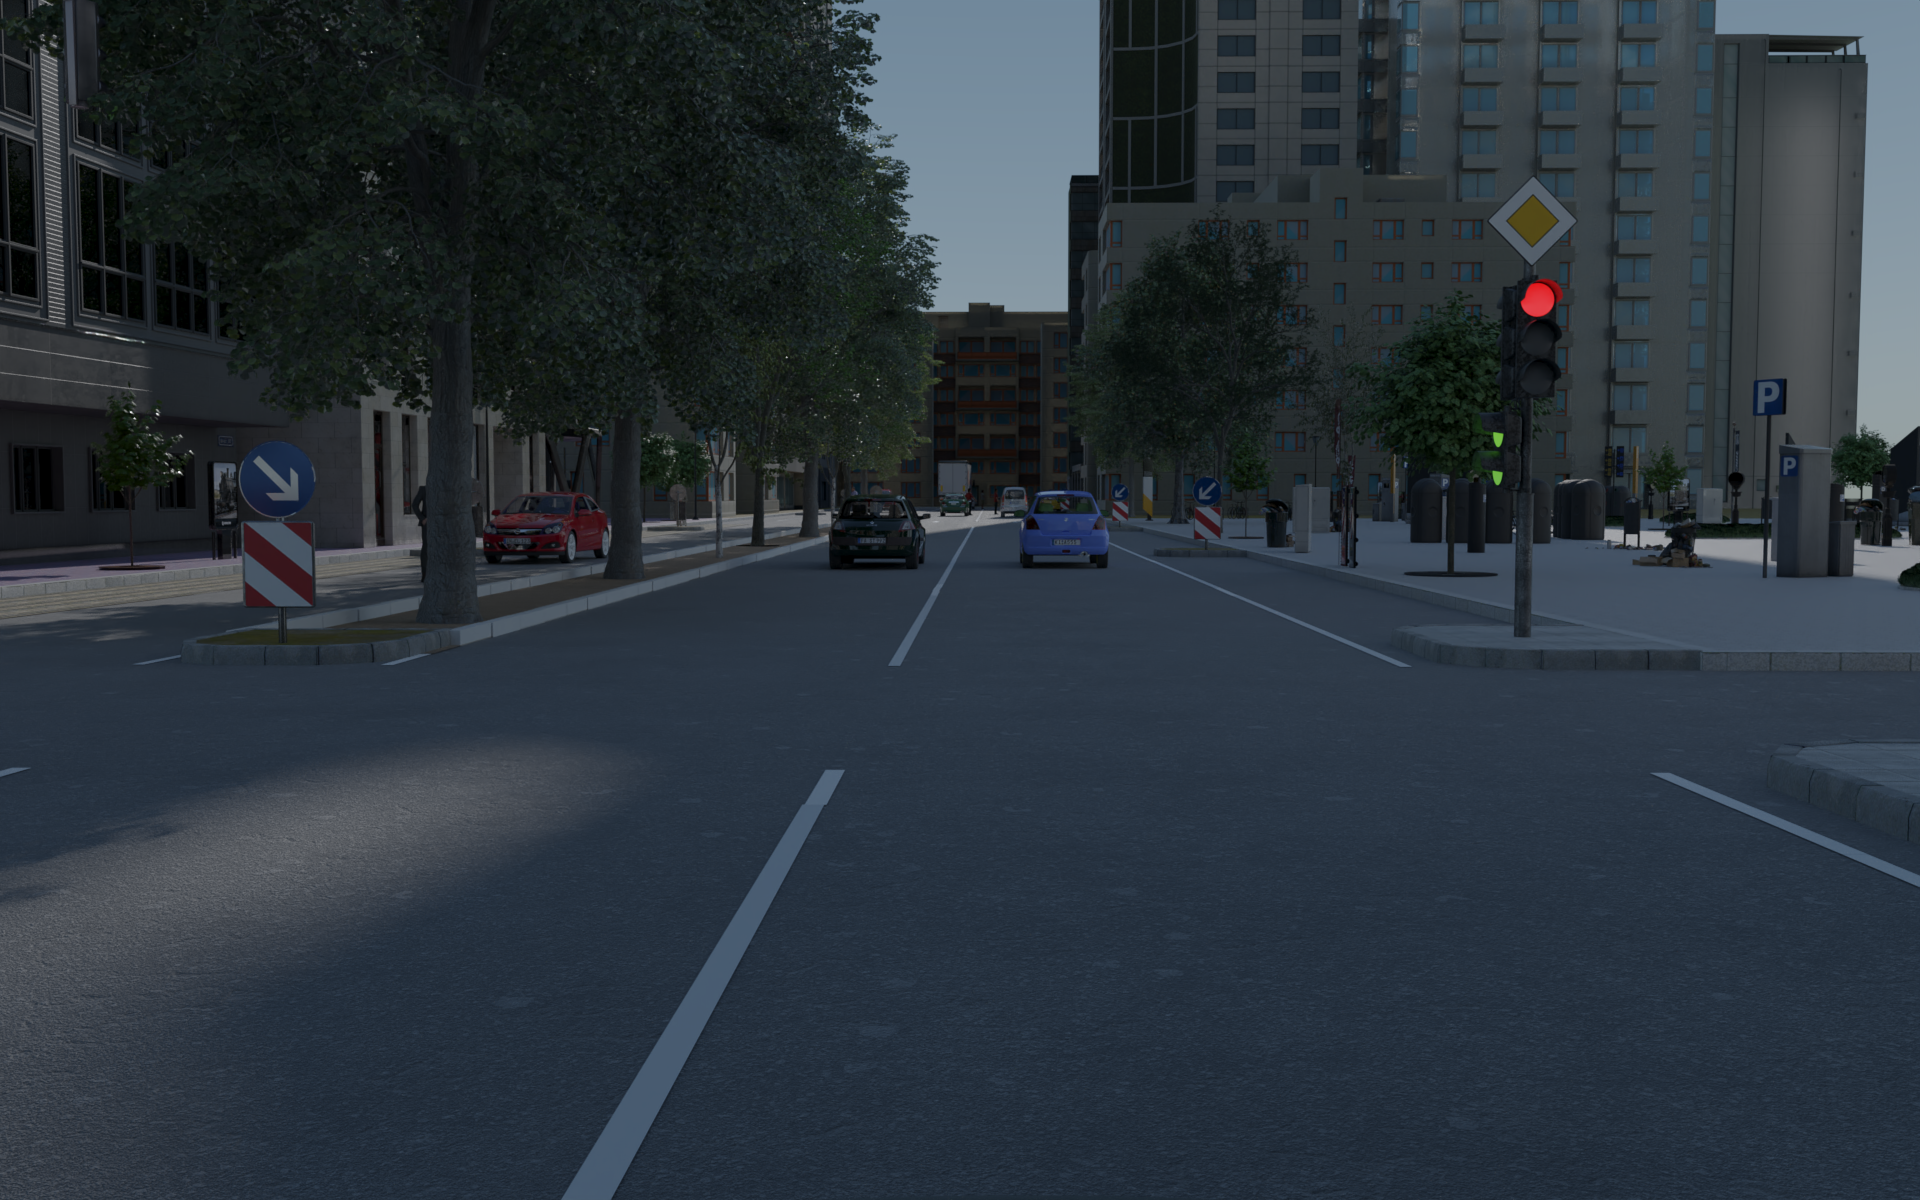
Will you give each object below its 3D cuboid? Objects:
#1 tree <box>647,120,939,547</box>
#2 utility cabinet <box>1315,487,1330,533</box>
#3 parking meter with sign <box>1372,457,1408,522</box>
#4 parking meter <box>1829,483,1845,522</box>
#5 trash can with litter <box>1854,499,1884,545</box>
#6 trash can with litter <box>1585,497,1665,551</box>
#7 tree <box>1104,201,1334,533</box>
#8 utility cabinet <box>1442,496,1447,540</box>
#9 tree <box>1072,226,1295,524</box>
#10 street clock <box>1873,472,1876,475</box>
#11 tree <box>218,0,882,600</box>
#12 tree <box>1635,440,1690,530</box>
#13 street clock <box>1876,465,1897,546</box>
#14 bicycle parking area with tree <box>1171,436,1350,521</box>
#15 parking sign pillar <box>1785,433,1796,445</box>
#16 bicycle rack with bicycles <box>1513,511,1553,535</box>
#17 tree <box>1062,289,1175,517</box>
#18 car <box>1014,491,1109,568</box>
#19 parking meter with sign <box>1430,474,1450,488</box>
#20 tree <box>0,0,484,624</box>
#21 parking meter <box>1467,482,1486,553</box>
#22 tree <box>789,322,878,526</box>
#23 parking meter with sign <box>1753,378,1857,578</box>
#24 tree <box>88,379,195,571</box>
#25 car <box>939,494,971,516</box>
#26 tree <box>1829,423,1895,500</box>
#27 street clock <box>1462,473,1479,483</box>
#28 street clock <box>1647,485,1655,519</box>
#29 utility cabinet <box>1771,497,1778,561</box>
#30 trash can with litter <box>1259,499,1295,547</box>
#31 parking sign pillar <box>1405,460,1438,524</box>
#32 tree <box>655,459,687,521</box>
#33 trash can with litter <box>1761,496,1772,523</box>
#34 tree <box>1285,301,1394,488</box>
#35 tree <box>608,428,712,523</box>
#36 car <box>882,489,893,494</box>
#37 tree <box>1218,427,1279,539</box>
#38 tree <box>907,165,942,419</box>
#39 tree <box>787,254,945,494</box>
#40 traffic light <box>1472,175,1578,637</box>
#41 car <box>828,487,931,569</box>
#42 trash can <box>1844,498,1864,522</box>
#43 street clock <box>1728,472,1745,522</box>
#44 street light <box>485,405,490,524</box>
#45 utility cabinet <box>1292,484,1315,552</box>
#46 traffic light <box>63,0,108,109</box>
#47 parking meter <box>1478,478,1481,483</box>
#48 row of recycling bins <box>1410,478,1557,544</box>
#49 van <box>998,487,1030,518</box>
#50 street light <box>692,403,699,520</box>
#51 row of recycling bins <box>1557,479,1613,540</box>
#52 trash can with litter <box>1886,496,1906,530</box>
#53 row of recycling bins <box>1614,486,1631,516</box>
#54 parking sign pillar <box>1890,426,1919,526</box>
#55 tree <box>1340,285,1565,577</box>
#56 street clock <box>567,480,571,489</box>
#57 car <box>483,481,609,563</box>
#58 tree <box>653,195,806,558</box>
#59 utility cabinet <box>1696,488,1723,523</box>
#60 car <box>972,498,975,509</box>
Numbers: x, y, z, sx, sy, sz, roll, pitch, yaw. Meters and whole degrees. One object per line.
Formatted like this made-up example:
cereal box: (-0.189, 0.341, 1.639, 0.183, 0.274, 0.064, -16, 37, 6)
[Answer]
tree: (-5.389, -7.244, 46.644, 9.928, 11.665, 9.643, 0, 3, 0)
utility cabinet: (11.486, -2.934, 56.653, 1.173, 1.500, 0.318, 0, 4, 4)
parking meter with sign: (20.025, -5.159, 80.605, 0.543, 3.016, 1.738, -3, 5, -43)
parking meter: (20.637, -1.983, 40.838, 0.372, 1.533, 0.369, 0, 3, 0)
trash can with litter: (22.929, -1.971, 43.617, 0.624, 1.170, 1.055, 3, 4, 36)
trash can with litter: (15.641, -1.763, 39.887, 1.678, 1.210, 2.233, -1, 4, -16)
tree: (8.289, -7.458, 56.348, 8.767, 10.594, 7.601, 2, 4, 35)
utility cabinet: (13.833, -2.304, 48.835, 1.020, 1.237, 0.306, -1, 4, -21)
tree: (9.491, -9.624, 74.358, 9.611, 12.733, 9.660, 0, 3, 0)
street clock: (28.429, -2.990, 53.459, 0.358, 2.002, 0.471, -2, 4, -33)
tree: (-5.671, -7.327, 28.909, 9.857, 13.997, 8.962, 0, 3, 0)
tree: (25.164, -4.098, 61.599, 1.663, 3.219, 1.824, 0, 3, 0)
street clock: (22.845, -2.328, 42.625, 0.358, 2.002, 0.471, 1, 4, 13)
bicycle parking area with tree: (15.137, -6.091, 86.597, 8.231, 4.147, 9.016, 3, 5, 39)
parking sign pillar: (36.914, -5.386, 76.526, 1.447, 3.967, 1.447, -3, 5, -41)
bicycle rack with bicycles: (18.109, -2.496, 54.200, 2.925, 0.926, 2.852, 3, 5, 42)
tree: (9.181, -10.923, 96.721, 7.486, 12.596, 7.792, 0, 3, 0)
car: (2.051, -1.540, 34.771, 1.945, 1.707, 3.694, 0, 4, 1)
parking meter with sign: (18.048, -4.213, 65.138, 0.543, 3.016, 1.738, -1, 4, -22)
tree: (-5.700, -6.719, 18.970, 9.857, 13.997, 8.962, 0, 3, 0)
parking meter: (11.283, -1.799, 37.823, 0.372, 1.533, 0.369, 0, 3, 0)
tree: (-4.785, -6.864, 65.052, 4.360, 8.622, 3.978, 0, 3, 0)
parking meter with sign: (13.043, -1.861, 26.684, 1.738, 3.016, 0.543, -2, 4, -24)
tree: (-14.090, -2.124, 29.330, 1.663, 3.219, 1.824, 0, 3, 0)
car: (-0.334, -6.180, 112.842, 2.131, 1.459, 4.920, 0, 4, 2)
tree: (41.354, -5.858, 79.490, 4.285, 4.588, 4.351, 0, 3, 0)
street clock: (15.155, -2.867, 51.443, 0.471, 2.002, 0.358, -2, 4, -31)
street clock: (35.065, -5.095, 87.875, 0.471, 2.002, 0.358, -2, 4, -34)
utility cabinet: (15.996, -1.350, 33.236, 1.020, 1.237, 0.306, -2, 4, -33)
trash can with litter: (7.679, -1.859, 41.778, 0.624, 1.170, 1.055, 2, 4, 32)
parking sign pillar: (19.965, -5.269, 74.613, 1.447, 3.967, 1.447, 3, 4, 38)
tree: (-13.629, -5.364, 82.302, 1.663, 3.219, 1.824, 0, 3, 0)
trash can with litter: (30.337, -3.337, 65.621, 1.678, 1.210, 2.233, -2, 4, -26)
tree: (14.375, -7.030, 65.311, 4.360, 8.622, 3.978, 0, 3, 0)
tree: (-14.282, -5.763, 77.931, 4.285, 4.588, 4.351, 0, 3, 0)
car: (-6.116, -7.721, 134.915, 2.281, 1.827, 5.304, 0, 4, 2)
tree: (8.127, -3.374, 49.773, 1.663, 3.219, 1.824, 0, 3, 0)
tree: (-5.019, -9.065, 57.329, 9.857, 13.997, 8.962, 0, 3, 0)
tree: (-4.582, -9.808, 80.952, 7.486, 12.596, 7.792, 0, 3, 0)
traffic light: (5.037, -1.623, 15.456, 0.839, 4.253, 0.868, 0, 4, 1)
car: (-1.607, -1.509, 34.451, 2.009, 1.686, 4.222, 0, 4, 1)
trash can: (30.070, -2.863, 58.458, 0.748, 1.137, 0.748, 0, 3, 0)
street clock: (25.171, -3.157, 56.179, 0.471, 2.002, 0.358, 3, 4, 37)
street light: (-13.282, -4.774, 50.592, 1.470, 5.913, 1.316, 0, 4, 1)
utility cabinet: (7.557, -1.803, 38.166, 0.318, 1.500, 1.173, 1, 4, 14)
traffic light: (-10.229, -2.513, 15.756, 4.771, 5.953, 1.251, 0, 4, 1)
parking meter: (18.483, -3.456, 62.212, 0.399, 1.863, 0.255, 2, 4, 32)
row of recycling bins: (13.614, -2.335, 45.296, 3.534, 1.692, 1.069, 1, 4, 12)
van: (3.324, -6.080, 106.411, 2.013, 2.044, 4.112, 0, 4, 1)
street light: (-12.543, -6.914, 85.578, 1.470, 5.913, 1.316, 0, 4, 1)
row of recycling bins: (17.751, -2.613, 49.829, 1.069, 1.692, 3.534, 1, 4, 9)
trash can with litter: (32.619, -3.086, 61.517, 2.233, 1.210, 1.678, 0, 4, 2)
row of recycling bins: (32.337, -4.835, 86.168, 1.069, 1.692, 3.534, 0, 4, -3)
parking sign pillar: (37.848, -4.939, 69.230, 1.447, 3.967, 1.447, -1, 4, -18)
tree: (7.833, -2.661, 27.228, 4.285, 4.588, 4.351, 0, 3, 0)
street clock: (-20.175, -5.177, 89.213, 0.358, 2.002, 0.471, -1, 4, -20)
car: (-8.849, -1.722, 37.196, 2.155, 1.783, 4.494, 0, 4, 3)
tree: (-5.356, -5.228, 38.301, 4.737, 8.622, 4.395, 0, 3, 0)
utility cabinet: (28.386, -3.480, 65.577, 1.173, 1.500, 0.318, -2, 4, -32)
car: (0.481, -9.293, 164.294, 2.083, 1.381, 4.827, 0, 4, 1)
